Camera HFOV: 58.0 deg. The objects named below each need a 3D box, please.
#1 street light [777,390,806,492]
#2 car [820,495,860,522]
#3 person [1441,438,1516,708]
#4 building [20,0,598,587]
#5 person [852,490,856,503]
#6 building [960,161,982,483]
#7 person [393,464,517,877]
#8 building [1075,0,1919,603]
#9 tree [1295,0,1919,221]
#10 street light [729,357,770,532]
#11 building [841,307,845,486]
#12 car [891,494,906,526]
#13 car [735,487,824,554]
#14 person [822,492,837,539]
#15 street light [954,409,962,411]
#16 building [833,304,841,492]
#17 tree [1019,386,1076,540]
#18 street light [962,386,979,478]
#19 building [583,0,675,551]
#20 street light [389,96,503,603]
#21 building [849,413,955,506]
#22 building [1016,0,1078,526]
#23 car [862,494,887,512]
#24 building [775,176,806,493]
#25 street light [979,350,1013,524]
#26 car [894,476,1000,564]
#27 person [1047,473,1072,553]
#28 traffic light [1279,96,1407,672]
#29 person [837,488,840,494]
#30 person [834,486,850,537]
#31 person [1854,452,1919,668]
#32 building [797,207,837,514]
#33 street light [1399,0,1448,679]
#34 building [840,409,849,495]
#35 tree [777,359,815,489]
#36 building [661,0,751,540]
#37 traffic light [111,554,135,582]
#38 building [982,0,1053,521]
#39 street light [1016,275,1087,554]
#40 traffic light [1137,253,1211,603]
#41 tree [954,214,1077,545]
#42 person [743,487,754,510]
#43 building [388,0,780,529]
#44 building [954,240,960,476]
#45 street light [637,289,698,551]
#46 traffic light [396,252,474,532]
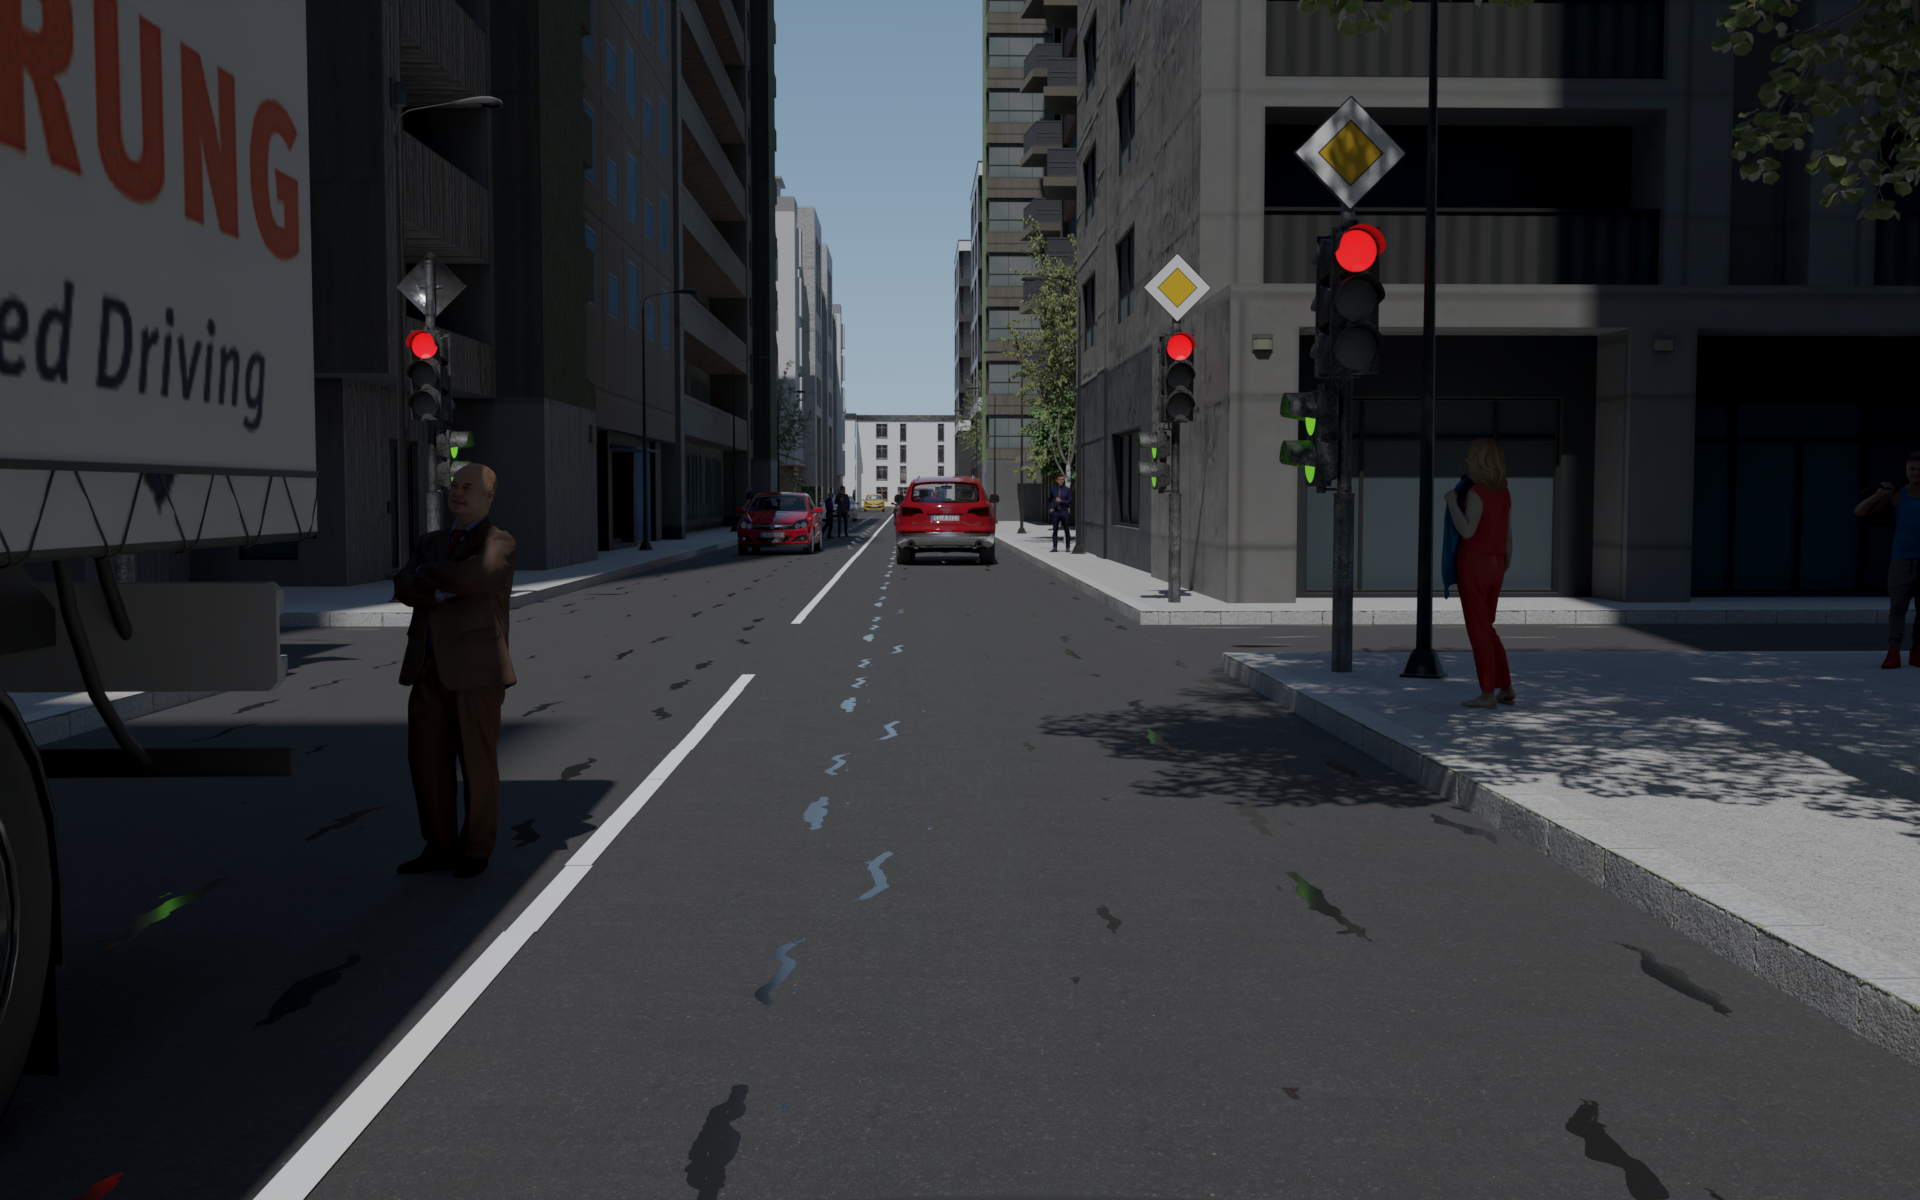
[{"bbox_3d":[-7.603,-6.429,77.663,1.470,5.913,1.316,0,4,-2],"label":"street light"},{"bbox_3d":[-6.373,-4.867,91.934,2.083,1.381,4.827,0,4,-3],"label":"car"},{"bbox_3d":[3.126,-0.164,10.422,0.593,1.614,0.444,-1,4,-18],"label":"person"},{"bbox_3d":[-13.903,-15.546,25.879,14.160,30.474,14.107,0,4,-2],"label":"building"},{"bbox_3d":[-10.489,-9.980,169.946,0.721,1.736,1.217,0,4,4],"label":"person"},{"bbox_3d":[14.589,-17.071,123.089,27.936,21.610,32.646,0,4,-2],"label":"building"},{"bbox_3d":[-1.878,0.261,6.509,0.482,1.546,0.388,2,4,27],"label":"person"},{"bbox_3d":[13.161,-36.108,28.619,20.611,71.187,20.563,0,4,-2],"label":"building"},{"bbox_3d":[3.849,-5.387,6.203,7.486,12.596,7.792,0,3,0],"label":"tree"},{"bbox_3d":[-7.122,-5.271,58.730,1.470,5.913,1.316,0,4,-2],"label":"street light"},{"bbox_3d":[-18.351,-18.328,156.085,16.016,20.091,11.380,0,4,-2],"label":"building"},{"bbox_3d":[-2.201,-4.306,80.196,2.009,1.686,4.222,0,4,-1],"label":"car"},{"bbox_3d":[-4.385,-2.044,42.457,2.155,1.783,4.494,0,4,0],"label":"car"},{"bbox_3d":[-4.188,-2.733,55.886,0.600,1.496,0.574,2,4,34],"label":"person"},{"bbox_3d":[0.370,-7.479,94.824,1.470,5.913,1.316,0,4,-2],"label":"street light"},{"bbox_3d":[-18.445,-17.590,144.012,16.016,20.091,11.380,0,4,-2],"label":"building"},{"bbox_3d":[3.273,-3.982,48.818,4.285,4.588,4.351,0,3,0],"label":"tree"},{"bbox_3d":[0.967,-6.259,74.870,1.470,5.913,1.316,0,4,-2],"label":"street light"},{"bbox_3d":[-14.634,-23.833,39.779,14.600,45.320,14.200,0,4,-2],"label":"building"},{"bbox_3d":[-6.044,-2.926,20.385,1.470,5.913,1.316,0,4,-2],"label":"street light"},{"bbox_3d":[-11.006,-14.806,184.223,28.070,9.664,9.099,0,4,-2],"label":"building"},{"bbox_3d":[13.687,-25.130,65.494,22.147,44.769,28.867,0,4,-2],"label":"building"},{"bbox_3d":[-6.966,-7.980,140.690,2.015,1.641,3.980,0,4,-3],"label":"car"},{"bbox_3d":[-17.129,-14.954,100.913,16.016,20.091,11.380,0,4,-2],"label":"building"},{"bbox_3d":[1.458,-5.101,55.937,1.470,5.913,1.316,0,4,-2],"label":"street light"},{"bbox_3d":[-0.287,-1.720,36.788,2.281,1.827,5.304,0,4,0],"label":"car"},{"bbox_3d":[2.183,-1.916,38.067,0.576,1.737,0.504,1,4,11],"label":"person"},{"bbox_3d":[2.742,-1.437,12.410,0.839,4.253,0.868,0,4,-2],"label":"traffic light"},{"bbox_3d":[-9.726,-8.161,140.035,0.434,1.755,0.990,1,4,8],"label":"person"},{"bbox_3d":[-3.937,-2.969,57.957,0.541,1.710,0.530,-1,4,-8],"label":"person"},{"bbox_3d":[7.017,-0.304,12.884,0.647,1.594,0.662,1,4,22],"label":"person"},{"bbox_3d":[-17.749,-15.650,122.335,16.747,18.905,31.486,0,4,-2],"label":"building"},{"bbox_3d":[2.719,-2.413,11.993,1.470,5.913,1.316,0,4,-2],"label":"street light"},{"bbox_3d":[-25.151,-13.726,166.568,28.070,9.664,9.099,0,4,-2],"label":"building"},{"bbox_3d":[-9.488,-8.491,89.187,4.737,8.622,4.395,0,3,0],"label":"tree"},{"bbox_3d":[-18.767,-26.528,57.440,21.300,48.544,21.600,0,4,-2],"label":"building"},{"bbox_3d":[-5.895,-1.421,12.154,0.839,4.253,0.868,0,4,-2],"label":"traffic light"},{"bbox_3d":[8.075,-24.706,87.533,14.154,41.232,14.086,0,4,-2],"label":"building"},{"bbox_3d":[2.003,-3.940,36.956,1.470,5.913,1.316,0,4,-2],"label":"street light"},{"bbox_3d":[2.519,-1.925,20.392,0.839,4.253,0.868,0,4,-2],"label":"traffic light"},{"bbox_3d":[2.798,-5.726,43.982,4.737,8.622,4.395,0,3,0],"label":"tree"},{"bbox_3d":[-7.539,-3.313,62.420,0.471,1.553,0.569,3,4,37],"label":"person"},{"bbox_3d":[-15.586,-18.606,75.907,14.160,30.474,14.107,0,4,-2],"label":"building"},{"bbox_3d":[13.364,-19.079,155.922,27.936,21.610,32.646,0,4,-2],"label":"building"},{"bbox_3d":[-6.624,-4.084,39.315,1.470,5.913,1.316,0,4,-2],"label":"street light"},{"bbox_3d":[-6.118,-1.909,20.136,0.839,4.253,0.868,0,4,-2],"label":"traffic light"}]
